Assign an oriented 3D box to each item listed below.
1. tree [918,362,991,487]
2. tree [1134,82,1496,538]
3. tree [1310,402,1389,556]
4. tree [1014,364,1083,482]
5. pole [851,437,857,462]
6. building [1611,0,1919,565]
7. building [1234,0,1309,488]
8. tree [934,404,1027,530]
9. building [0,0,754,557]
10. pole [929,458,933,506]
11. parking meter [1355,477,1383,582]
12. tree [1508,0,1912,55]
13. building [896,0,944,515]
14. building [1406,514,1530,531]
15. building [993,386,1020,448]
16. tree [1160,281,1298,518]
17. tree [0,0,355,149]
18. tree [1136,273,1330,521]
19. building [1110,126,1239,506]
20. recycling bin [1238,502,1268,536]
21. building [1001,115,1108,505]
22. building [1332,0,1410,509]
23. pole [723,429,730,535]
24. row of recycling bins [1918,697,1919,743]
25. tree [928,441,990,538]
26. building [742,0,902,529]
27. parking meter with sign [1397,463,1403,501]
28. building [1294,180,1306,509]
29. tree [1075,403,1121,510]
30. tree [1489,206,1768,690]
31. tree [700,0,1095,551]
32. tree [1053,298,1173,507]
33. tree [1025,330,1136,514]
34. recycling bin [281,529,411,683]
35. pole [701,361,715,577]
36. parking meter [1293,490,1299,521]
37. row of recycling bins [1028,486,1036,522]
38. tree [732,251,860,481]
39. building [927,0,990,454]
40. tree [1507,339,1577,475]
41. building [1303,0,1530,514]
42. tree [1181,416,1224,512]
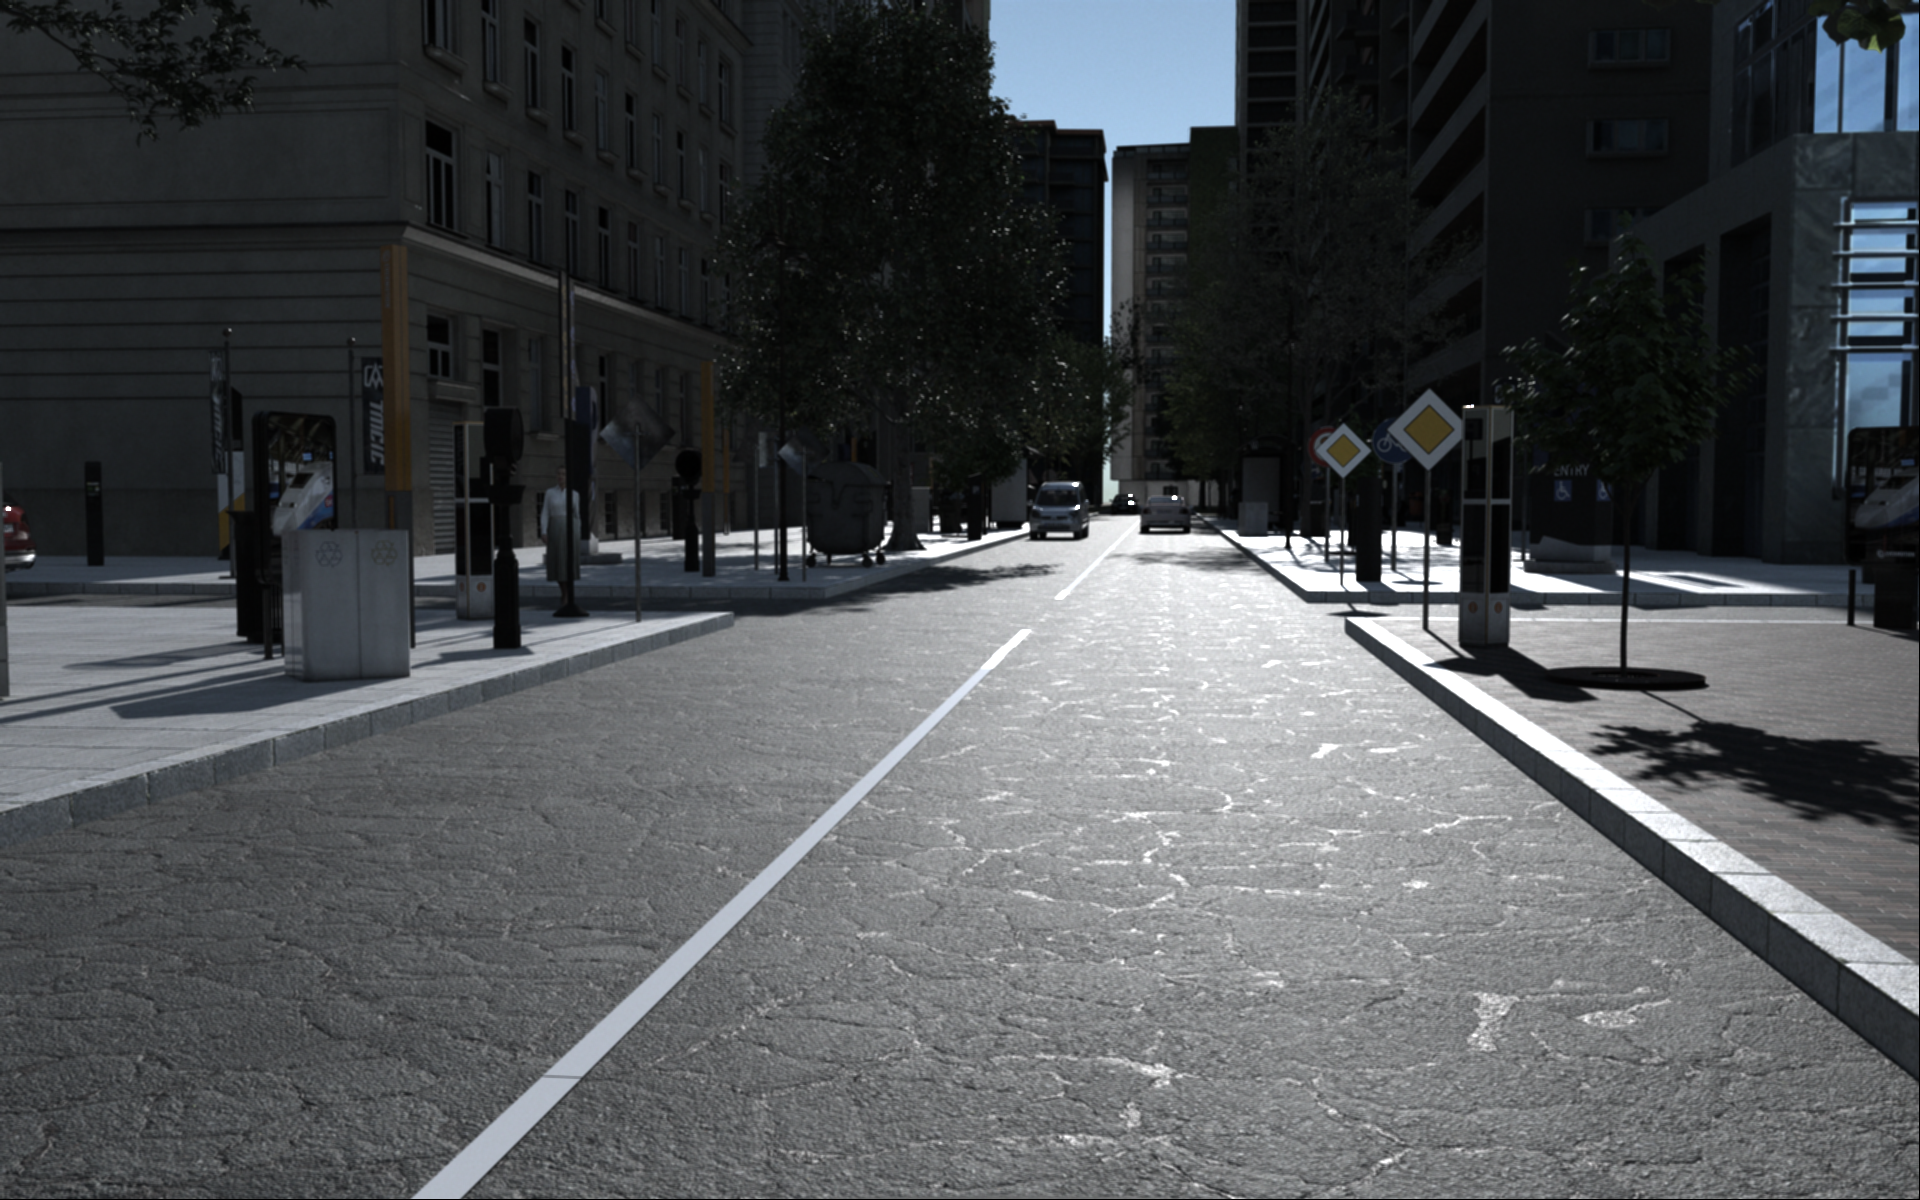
[{"bbox_3d":[-0.407,-7.960,80.501,4.737,8.622,4.395,0,3,0],"label":"tree"},{"bbox_3d":[10.453,-8.617,51.261,12.009,13.543,11.850,0,3,0],"label":"tree"},{"bbox_3d":[8.186,-2.569,36.597,1.663,3.219,1.824,0,3,0],"label":"tree"},{"bbox_3d":[5.137,-8.909,96.026,4.360,8.622,3.978,0,3,0],"label":"tree"},{"bbox_3d":[-3.812,-4.196,62.446,0.158,3.312,0.155,0,3,0],"label":"pole"},{"bbox_3d":[31.591,-44.361,37.979,31.000,86.520,22.319,0,4,7],"label":"building"},{"bbox_3d":[41.790,-46.381,196.574,20.611,71.187,20.563,0,4,7],"label":"building"},{"bbox_3d":[0.765,-4.867,63.292,4.285,4.588,4.351,0,3,0],"label":"tree"},{"bbox_3d":[-16.651,-13.204,49.163,16.112,22.955,30.059,0,4,7],"label":"building"},{"bbox_3d":[-1.626,-6.334,97.397,0.158,3.312,0.155,0,3,0],"label":"pole"},{"bbox_3d":[6.006,-1.040,25.423,0.372,1.533,0.369,0,3,0],"label":"parking meter"},{"bbox_3d":[3.825,-5.863,2.512,9.857,13.997,8.962,0,3,0],"label":"tree"},{"bbox_3d":[-10.663,-41.140,110.885,20.563,71.187,20.611,0,4,7],"label":"building"},{"bbox_3d":[30.134,-27.199,68.408,21.300,48.544,21.600,0,4,7],"label":"building"},{"bbox_3d":[-10.918,-51.660,157.309,31.000,86.520,22.319,0,4,7],"label":"building"},{"bbox_3d":[14.404,-10.636,92.026,7.486,12.596,7.792,0,3,0],"label":"tree"},{"bbox_3d":[-6.047,-4.461,7.345,7.601,10.594,8.767,-1,4,-23],"label":"tree"},{"bbox_3d":[13.686,-9.555,81.980,9.928,11.665,9.643,0,3,0],"label":"tree"},{"bbox_3d":[24.177,-31.359,196.319,14.086,41.232,14.154,0,4,7],"label":"building"},{"bbox_3d":[9.008,-2.489,53.245,0.722,1.027,0.722,-1,4,-10],"label":"recycling bin"},{"bbox_3d":[2.613,-33.562,203.360,28.867,44.769,22.147,0,4,7],"label":"building"},{"bbox_3d":[36.386,-28.094,113.963,22.147,44.769,28.867,0,4,7],"label":"building"},{"bbox_3d":[-7.330,-3.699,54.330,0.158,3.312,0.155,0,3,0],"label":"pole"},{"bbox_3d":[5.399,-0.005,7.200,1.069,1.692,3.534,0,4,-6],"label":"row of recycling bins"},{"bbox_3d":[-0.186,-3.478,51.462,1.663,3.219,1.824,0,3,0],"label":"tree"},{"bbox_3d":[-10.200,-18.396,78.273,11.434,29.767,29.804,0,4,7],"label":"building"},{"bbox_3d":[24.577,-6.128,96.460,0.543,3.016,1.738,1,4,12],"label":"parking meter with sign"},{"bbox_3d":[37.433,-23.602,157.589,14.160,30.474,14.107,0,4,7],"label":"building"},{"bbox_3d":[10.767,-11.459,137.717,4.737,8.622,4.395,0,3,0],"label":"tree"},{"bbox_3d":[4.429,-1.054,11.838,1.663,3.219,1.824,0,3,0],"label":"tree"},{"bbox_3d":[-1.407,-7.478,39.273,9.611,12.733,9.660,0,3,0],"label":"tree"},{"bbox_3d":[14.722,-18.952,165.751,12.611,20.169,13.585,0,3,0],"label":"tree"},{"bbox_3d":[7.465,-11.319,110.826,9.928,11.665,9.643,0,3,0],"label":"tree"},{"bbox_3d":[-4.337,0.020,12.228,0.722,1.027,0.722,-2,4,-32],"label":"recycling bin"},{"bbox_3d":[-3.893,-2.014,26.767,0.158,3.312,0.155,0,3,0],"label":"pole"},{"bbox_3d":[15.861,-4.503,82.035,0.372,1.533,0.369,0,3,0],"label":"parking meter"},{"bbox_3d":[3.069,-4.556,81.607,1.069,1.692,3.534,0,4,5],"label":"row of recycling bins"},{"bbox_3d":[-4.393,-6.135,50.674,4.360,8.622,3.978,0,3,0],"label":"tree"},{"bbox_3d":[-5.439,-27.224,128.703,14.154,41.232,14.086,0,4,7],"label":"building"},{"bbox_3d":[12.802,-3.234,36.582,4.285,4.588,4.351,0,3,0],"label":"tree"},{"bbox_3d":[39.444,-31.508,138.849,21.300,48.544,21.600,0,4,7],"label":"building"},{"bbox_3d":[18.063,-10.740,125.962,4.360,8.622,3.978,0,3,0],"label":"tree"}]
